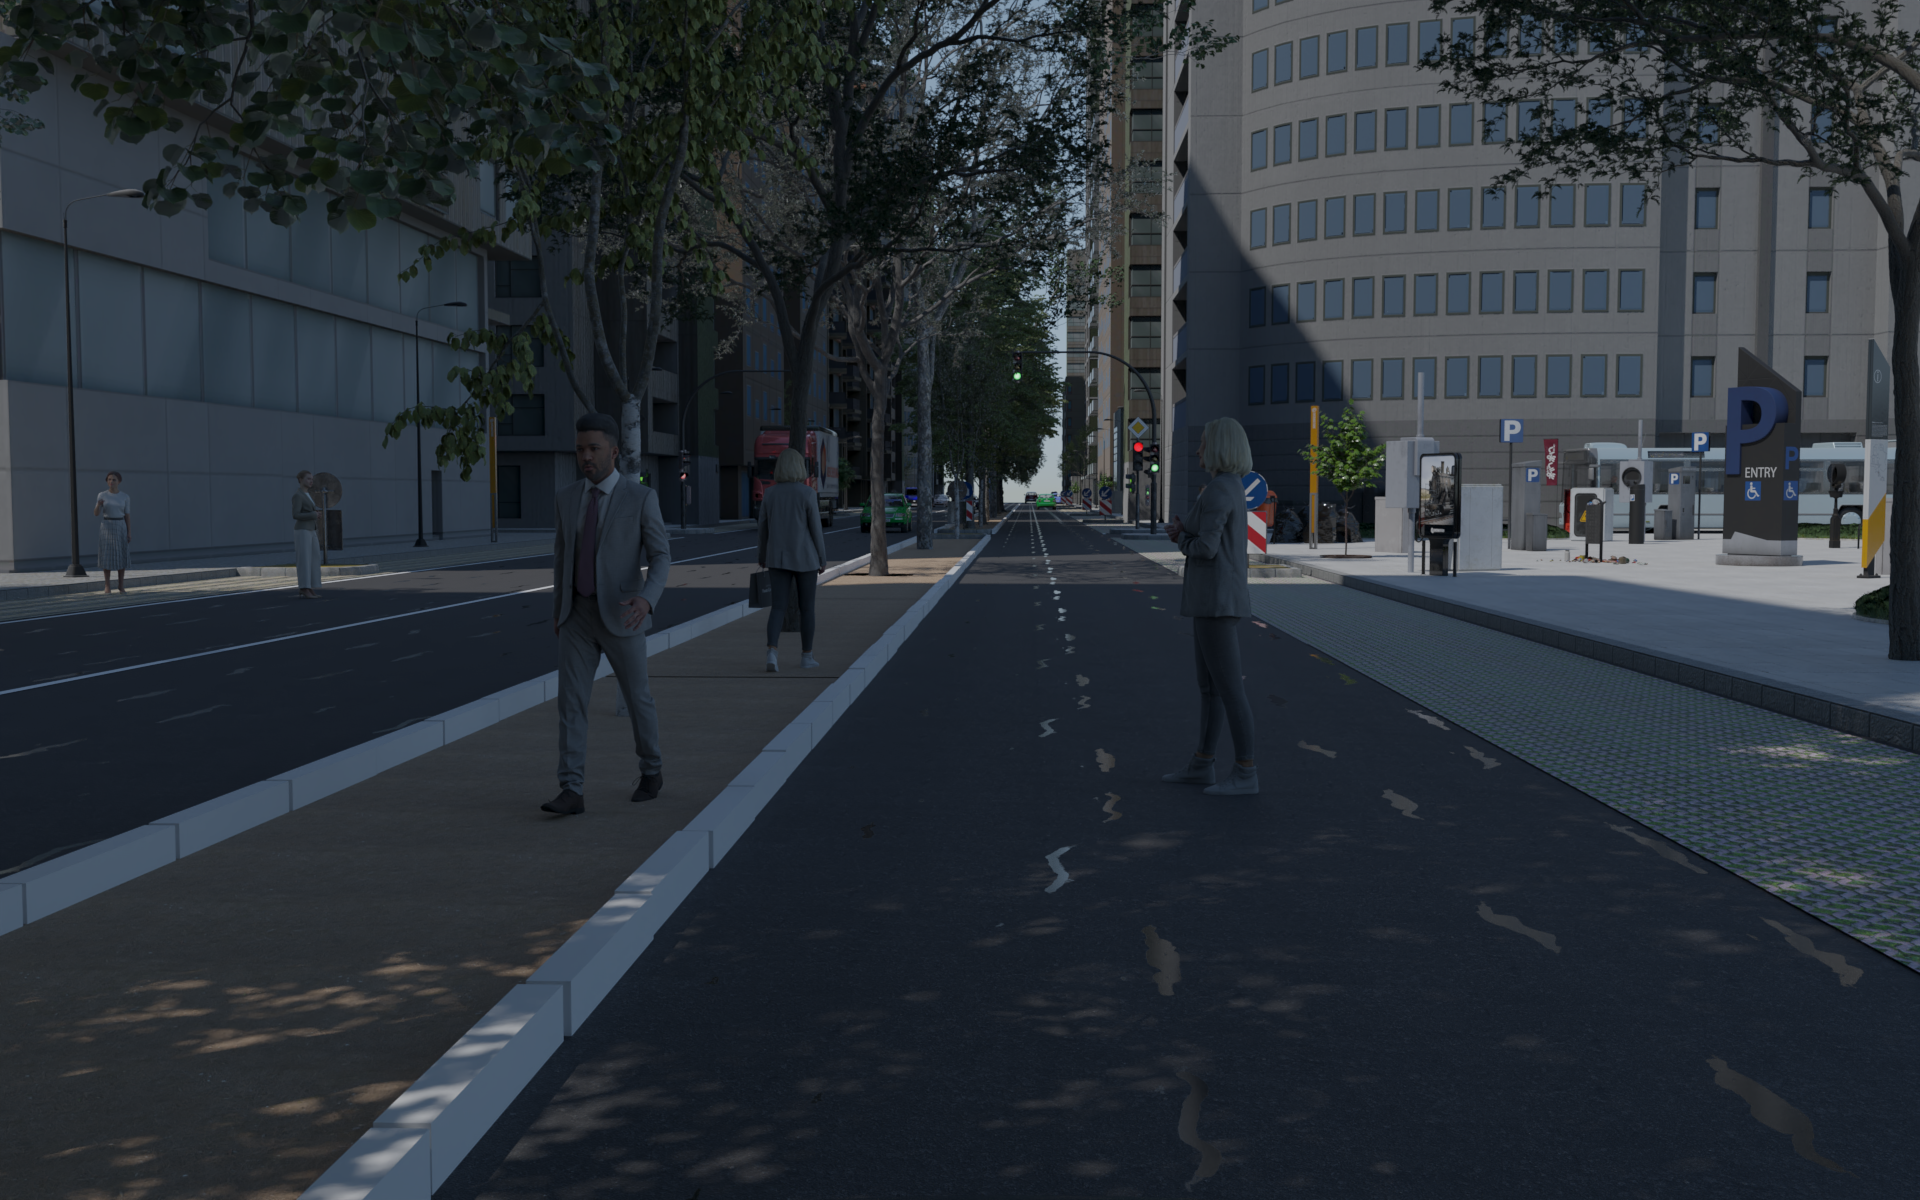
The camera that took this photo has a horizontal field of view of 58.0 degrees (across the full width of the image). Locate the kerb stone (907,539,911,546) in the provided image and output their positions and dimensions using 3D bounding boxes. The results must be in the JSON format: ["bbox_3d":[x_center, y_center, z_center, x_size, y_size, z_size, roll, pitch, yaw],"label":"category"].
[{"bbox_3d":[-1.494,-1.528,47.203,0.120,0.150,1.000,0,4,2],"label":"kerb stone"}]

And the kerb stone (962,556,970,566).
[{"bbox_3d":[0.073,-0.710,33.797,0.120,0.150,1.000,0,4,2],"label":"kerb stone"}]

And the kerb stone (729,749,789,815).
[{"bbox_3d":[-0.949,0.864,8.159,0.120,0.150,1.000,0,4,2],"label":"kerb stone"}]

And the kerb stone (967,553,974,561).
[{"bbox_3d":[0.154,-0.835,35.845,0.120,0.150,1.000,0,4,2],"label":"kerb stone"}]

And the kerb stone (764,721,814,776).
[{"bbox_3d":[-0.912,0.795,9.190,0.120,0.150,1.000,0,4,2],"label":"kerb stone"}]

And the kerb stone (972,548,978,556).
[{"bbox_3d":[0.281,-1.022,38.912,0.120,0.150,1.000,0,4,2],"label":"kerb stone"}]

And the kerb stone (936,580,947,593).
[{"bbox_3d":[-0.300,-0.143,24.573,0.120,0.150,1.000,0,4,2],"label":"kerb stone"}]

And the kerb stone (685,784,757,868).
[{"bbox_3d":[-0.983,0.926,7.126,0.120,0.150,1.000,0,4,2],"label":"kerb stone"}]

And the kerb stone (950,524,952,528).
[{"bbox_3d":[-0.534,-3.003,71.300,0.120,0.150,1.000,0,4,2],"label":"kerb stone"}]

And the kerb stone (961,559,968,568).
[{"bbox_3d":[0.024,-0.641,32.770,0.120,0.150,1.000,0,4,2],"label":"kerb stone"}]

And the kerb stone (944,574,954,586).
[{"bbox_3d":[-0.210,-0.263,26.619,0.120,0.150,1.000,0,4,2],"label":"kerb stone"}]

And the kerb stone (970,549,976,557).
[{"bbox_3d":[0.230,-0.960,37.891,0.120,0.150,1.000,0,4,2],"label":"kerb stone"}]

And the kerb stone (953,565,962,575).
[{"bbox_3d":[-0.091,-0.455,29.703,0.120,0.150,1.000,0,4,2],"label":"kerb stone"}]

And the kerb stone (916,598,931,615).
[{"bbox_3d":[-0.459,0.109,20.469,0.120,0.150,1.000,0,4,2],"label":"kerb stone"}]

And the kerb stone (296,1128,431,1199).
[{"bbox_3d":[-1.154,1.175,3.014,0.120,0.150,1.000,0,4,2],"label":"kerb stone"}]

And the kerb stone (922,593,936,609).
[{"bbox_3d":[-0.414,0.043,21.499,0.120,0.150,1.000,0,4,2],"label":"kerb stone"}]

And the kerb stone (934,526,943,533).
[{"bbox_3d":[-0.817,-2.565,64.141,0.120,0.150,1.000,0,4,2],"label":"kerb stone"}]

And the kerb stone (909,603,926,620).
[{"bbox_3d":[-0.505,0.169,19.433,0.120,0.150,1.000,0,4,2],"label":"kerb stone"}]

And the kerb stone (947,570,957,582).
[{"bbox_3d":[-0.169,-0.333,27.652,0.120,0.150,1.000,0,4,2],"label":"kerb stone"}]

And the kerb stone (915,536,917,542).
[{"bbox_3d":[-1.373,-1.717,50.277,0.120,0.150,1.000,0,4,2],"label":"kerb stone"}]

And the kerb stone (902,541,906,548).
[{"bbox_3d":[-1.566,-1.404,45.146,0.120,0.150,1.000,0,4,2],"label":"kerb stone"}]

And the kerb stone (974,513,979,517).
[{"bbox_3d":[1.172,-5.631,114.328,0.120,0.150,1.000,0,4,2],"label":"kerb stone"}]

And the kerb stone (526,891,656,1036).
[{"bbox_3d":[-1.067,1.050,5.075,0.120,0.150,1.000,0,4,2],"label":"kerb stone"}]

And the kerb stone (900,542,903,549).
[{"bbox_3d":[-1.612,-1.341,44.125,0.120,0.150,1.000,0,4,2],"label":"kerb stone"}]

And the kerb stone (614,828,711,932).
[{"bbox_3d":[-1.037,0.985,6.096,0.120,0.150,1.000,0,4,2],"label":"kerb stone"}]

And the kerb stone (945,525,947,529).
[{"bbox_3d":[-0.701,-2.753,67.213,0.120,0.150,1.000,0,4,2],"label":"kerb stone"}]

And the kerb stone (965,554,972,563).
[{"bbox_3d":[0.116,-0.772,34.818,0.120,0.150,1.000,0,4,2],"label":"kerb stone"}]

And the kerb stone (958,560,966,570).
[{"bbox_3d":[-0.010,-0.584,31.747,0.120,0.150,1.000,0,4,2],"label":"kerb stone"}]

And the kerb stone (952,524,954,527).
[{"bbox_3d":[-0.457,-3.128,73.343,0.120,0.150,1.000,0,4,2],"label":"kerb stone"}]

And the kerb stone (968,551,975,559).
[{"bbox_3d":[0.195,-0.897,36.869,0.120,0.150,1.000,0,4,2],"label":"kerb stone"}]

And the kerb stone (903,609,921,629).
[{"bbox_3d":[-0.538,0.234,18.412,0.120,0.150,1.000,0,4,2],"label":"kerb stone"}]

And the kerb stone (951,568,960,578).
[{"bbox_3d":[-0.130,-0.393,28.682,0.120,0.150,1.000,0,4,2],"label":"kerb stone"}]

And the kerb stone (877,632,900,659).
[{"bbox_3d":[-0.654,0.422,15.332,0.120,0.150,1.000,0,4,2],"label":"kerb stone"}]

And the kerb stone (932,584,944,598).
[{"bbox_3d":[-0.342,-0.079,23.552,0.120,0.150,1.000,0,4,2],"label":"kerb stone"}]

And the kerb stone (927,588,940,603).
[{"bbox_3d":[-0.374,-0.020,22.525,0.120,0.150,1.000,0,4,2],"label":"kerb stone"}]

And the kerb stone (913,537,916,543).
[{"bbox_3d":[-1.413,-1.655,49.255,0.120,0.150,1.000,0,4,2],"label":"kerb stone"}]

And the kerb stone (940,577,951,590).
[{"bbox_3d":[-0.260,-0.208,25.597,0.120,0.150,1.000,0,4,2],"label":"kerb stone"}]

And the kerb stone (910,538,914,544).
[{"bbox_3d":[-1.452,-1.592,48.232,0.120,0.150,1.000,0,4,2],"label":"kerb stone"}]

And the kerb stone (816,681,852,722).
[{"bbox_3d":[-0.828,0.671,11.236,0.120,0.150,1.000,0,4,2],"label":"kerb stone"}]

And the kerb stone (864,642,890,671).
[{"bbox_3d":[-0.702,0.482,14.310,0.120,0.150,1.000,0,4,2],"label":"kerb stone"}]

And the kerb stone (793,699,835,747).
[{"bbox_3d":[-0.869,0.734,10.212,0.120,0.150,1.000,0,4,2],"label":"kerb stone"}]

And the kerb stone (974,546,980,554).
[{"bbox_3d":[0.318,-1.085,39.943,0.120,0.150,1.000,0,4,2],"label":"kerb stone"}]

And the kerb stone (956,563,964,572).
[{"bbox_3d":[-0.050,-0.515,30.725,0.120,0.150,1.000,0,4,2],"label":"kerb stone"}]

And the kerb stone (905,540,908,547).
[{"bbox_3d":[-1.538,-1.462,46.175,0.120,0.150,1.000,0,4,2],"label":"kerb stone"}]

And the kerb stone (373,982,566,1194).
[{"bbox_3d":[-1.118,1.111,4.035,0.120,0.150,1.000,0,4,2],"label":"kerb stone"}]

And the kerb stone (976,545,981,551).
[{"bbox_3d":[0.356,-1.148,40.969,0.120,0.150,1.000,0,4,2],"label":"kerb stone"}]

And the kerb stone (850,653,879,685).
[{"bbox_3d":[-0.741,0.545,13.287,0.120,0.150,1.000,0,4,2],"label":"kerb stone"}]

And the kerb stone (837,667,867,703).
[{"bbox_3d":[-0.784,0.616,12.258,0.120,0.150,1.000,0,4,2],"label":"kerb stone"}]

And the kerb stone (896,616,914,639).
[{"bbox_3d":[-0.578,0.294,17.387,0.120,0.150,1.000,0,4,2],"label":"kerb stone"}]

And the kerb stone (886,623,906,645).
[{"bbox_3d":[-0.626,0.357,16.361,0.120,0.150,1.000,0,4,2],"label":"kerb stone"}]
